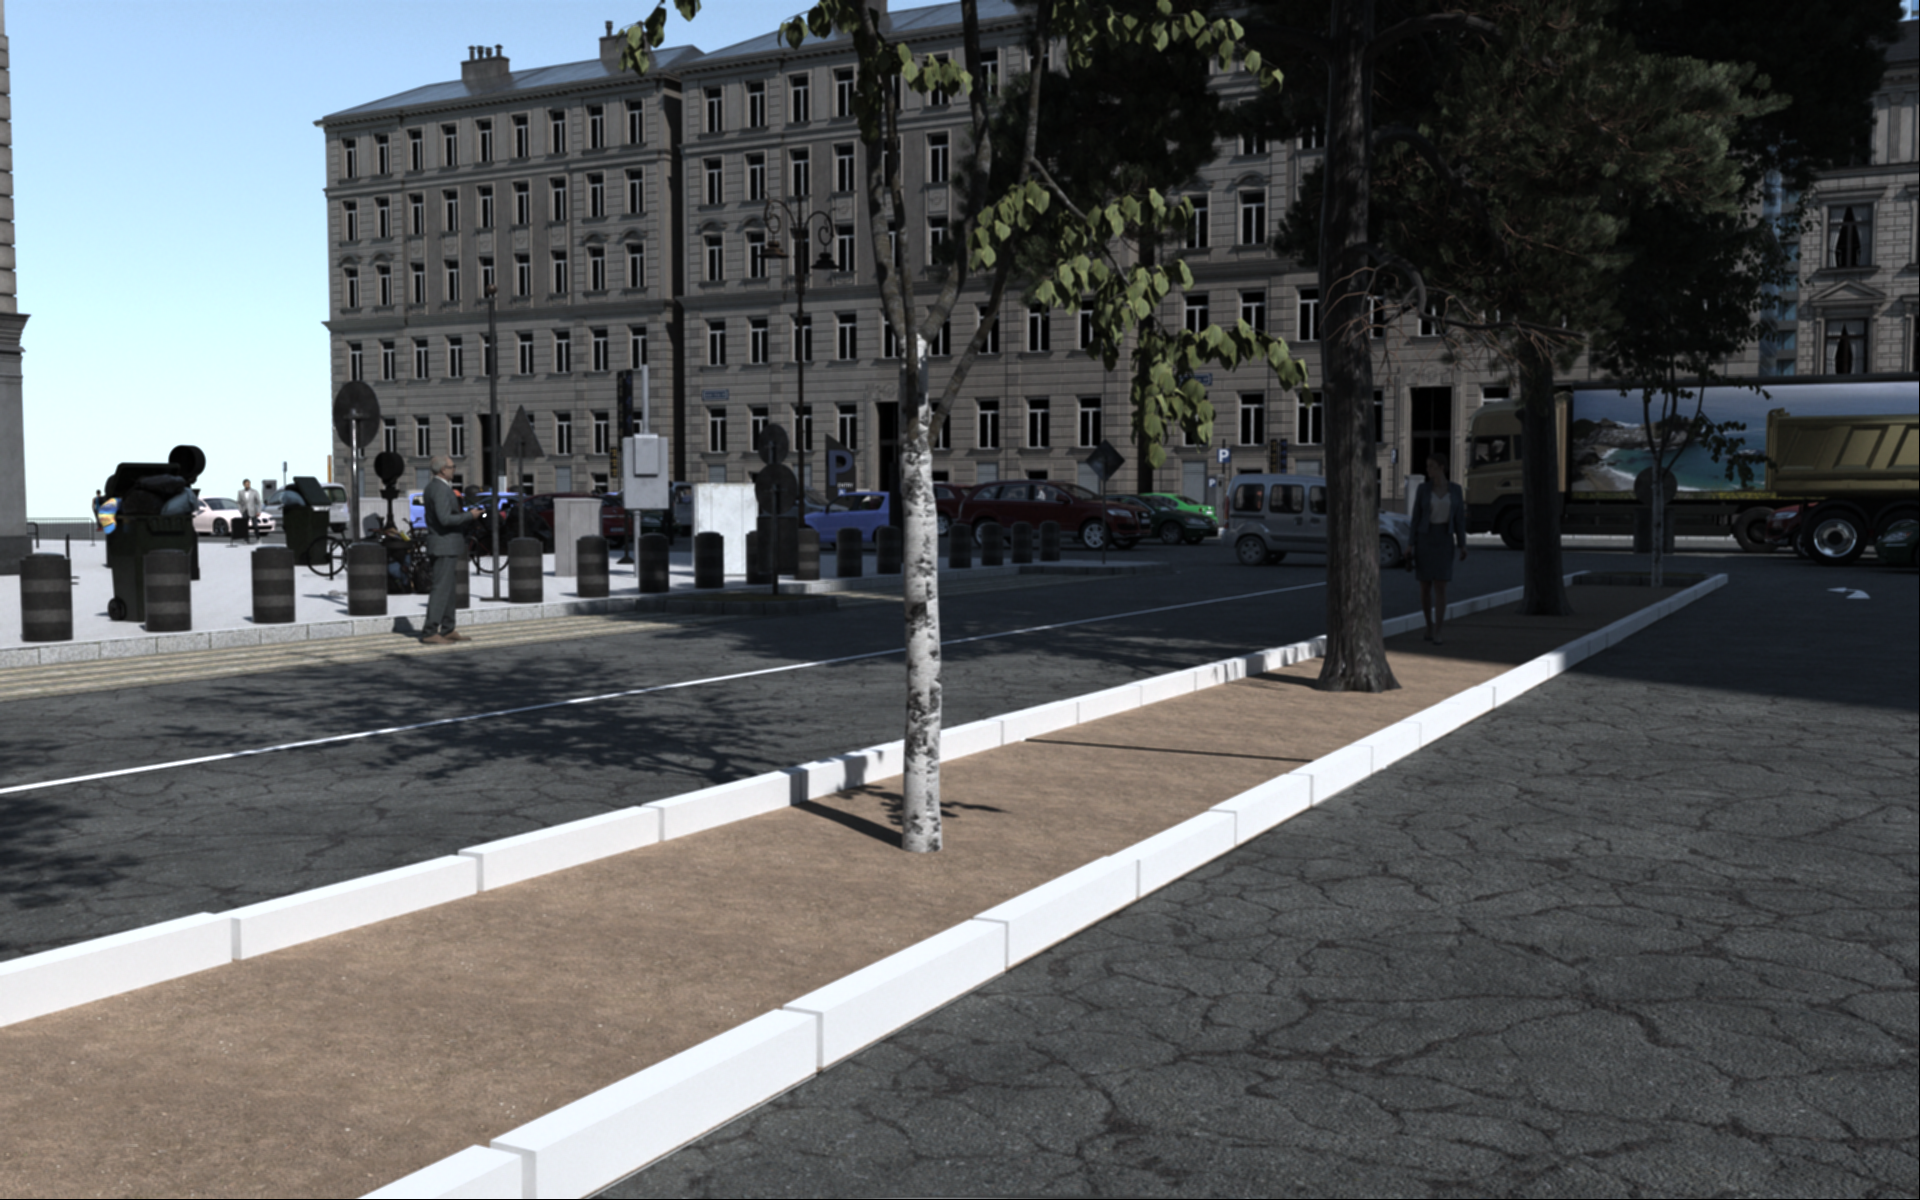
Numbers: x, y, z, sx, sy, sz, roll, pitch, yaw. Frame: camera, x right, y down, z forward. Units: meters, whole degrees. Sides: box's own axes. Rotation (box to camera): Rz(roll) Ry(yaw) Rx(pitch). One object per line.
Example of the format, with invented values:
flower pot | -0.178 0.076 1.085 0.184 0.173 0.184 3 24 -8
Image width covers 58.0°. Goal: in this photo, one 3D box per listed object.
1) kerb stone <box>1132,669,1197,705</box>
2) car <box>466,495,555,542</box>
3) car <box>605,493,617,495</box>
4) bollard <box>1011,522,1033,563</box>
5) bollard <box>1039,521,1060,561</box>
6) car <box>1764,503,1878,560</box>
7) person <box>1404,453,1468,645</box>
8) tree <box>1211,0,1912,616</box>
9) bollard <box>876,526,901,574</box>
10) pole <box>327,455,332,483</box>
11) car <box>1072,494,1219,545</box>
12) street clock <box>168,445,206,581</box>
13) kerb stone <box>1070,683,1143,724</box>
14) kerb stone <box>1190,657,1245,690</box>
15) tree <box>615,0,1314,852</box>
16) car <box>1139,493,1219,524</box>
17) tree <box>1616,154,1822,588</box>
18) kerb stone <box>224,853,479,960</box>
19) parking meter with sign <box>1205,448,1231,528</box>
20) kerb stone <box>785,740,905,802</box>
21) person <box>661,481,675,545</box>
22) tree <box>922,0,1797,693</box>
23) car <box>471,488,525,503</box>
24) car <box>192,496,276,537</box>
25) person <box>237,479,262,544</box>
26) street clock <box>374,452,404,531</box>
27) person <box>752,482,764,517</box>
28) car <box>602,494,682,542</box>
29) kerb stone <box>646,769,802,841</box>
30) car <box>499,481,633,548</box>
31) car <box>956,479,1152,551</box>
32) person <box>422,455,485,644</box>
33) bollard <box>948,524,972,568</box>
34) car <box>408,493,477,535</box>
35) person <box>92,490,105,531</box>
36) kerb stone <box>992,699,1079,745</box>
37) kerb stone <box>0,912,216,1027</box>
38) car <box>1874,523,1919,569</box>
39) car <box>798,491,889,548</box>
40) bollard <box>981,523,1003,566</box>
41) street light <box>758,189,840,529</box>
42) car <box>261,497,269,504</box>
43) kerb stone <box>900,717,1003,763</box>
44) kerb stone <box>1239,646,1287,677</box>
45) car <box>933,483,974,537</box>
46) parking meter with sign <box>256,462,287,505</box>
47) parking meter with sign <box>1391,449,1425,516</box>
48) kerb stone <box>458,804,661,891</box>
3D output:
kerb stone | 1.403 0.618 12.094 0.120 0.150 1.000 2 4 28
car | -13.247 -2.350 50.429 4.499 1.417 2.014 2 4 26
car | -13.360 -3.745 70.828 3.694 1.707 1.945 2 4 28
bollard | 1.148 -1.067 32.166 0.404 0.777 0.398 0 3 0
bollard | 1.722 -1.132 33.222 0.404 0.777 0.398 0 3 0
car | 20.367 -1.767 37.567 5.304 1.827 2.281 2 4 28
person | 4.570 -0.492 16.571 0.581 1.822 0.654 2 4 26
tree | 6.852 -6.761 20.421 7.806 13.903 7.818 0 3 0
bollard | -1.145 -0.806 27.903 0.404 0.777 0.398 0 3 0
pole | -32.943 -5.916 90.571 0.158 3.312 0.155 0 3 0
car | 5.092 -2.339 50.036 4.920 1.459 2.131 2 4 30
street clock | -11.452 -1.293 25.709 0.471 2.002 0.358 1 4 13
kerb stone | 0.920 0.676 11.188 0.120 0.150 1.000 2 4 28
kerb stone | 1.895 0.563 12.995 0.120 0.150 1.000 2 4 28
tree | -0.229 -3.281 6.468 4.737 8.622 4.395 0 3 0
car | 6.357 -3.048 58.626 4.718 1.807 1.959 2 4 30
tree | 10.513 -4.466 25.836 4.737 8.622 4.395 0 3 0
kerb stone | -2.011 1.019 5.754 0.120 0.150 1.000 2 4 28
parking meter with sign | 9.666 -4.244 65.647 0.543 3.016 1.738 2 4 32
kerb stone | -0.548 0.839 8.473 0.120 0.150 1.000 2 4 28
person | -8.202 -2.438 48.549 0.473 1.802 0.592 1 4 11
tree | 2.813 -5.374 12.373 6.751 12.117 7.091 0 3 0
car | -18.142 -3.507 66.926 3.694 1.707 1.945 2 4 29
car | -25.585 -2.868 59.251 4.827 1.381 2.083 2 4 27
person | -19.503 -2.399 47.563 0.661 1.843 0.795 0 4 -5
street clock | -9.784 -1.539 29.730 0.471 2.002 0.358 2 4 24
person | -6.481 -2.806 54.470 0.616 1.811 0.778 2 4 33
car | -10.705 -2.510 52.841 4.920 1.459 2.131 2 4 29
kerb stone | -1.027 0.895 7.565 0.120 0.150 1.000 2 4 28
car | -10.800 -2.265 46.070 4.494 1.783 2.155 2 4 30
car | 2.462 -2.243 45.339 5.304 1.827 2.281 2 4 30
person | -4.862 -0.482 16.564 0.590 1.801 0.661 -2 4 -28
bollard | 0.000 -0.937 30.034 0.404 0.777 0.398 0 3 0
car | -17.814 -3.109 60.421 3.694 1.707 1.945 2 4 29
person | -33.439 -3.490 67.424 0.662 1.594 0.647 3 5 40
kerb stone | 0.432 0.729 10.285 0.120 0.150 1.000 2 4 28
kerb stone | -2.504 1.061 4.850 0.120 0.150 1.000 2 4 28
car | 19.022 -1.159 30.752 4.920 1.459 2.131 2 4 30
car | -2.579 -2.126 44.353 3.694 1.707 1.945 2 4 30
bollard | 0.578 -1.002 31.107 0.404 0.777 0.398 0 3 0
street light | -2.437 -3.285 26.496 0.468 5.910 1.993 2 4 28
car | -31.930 -4.483 82.091 4.718 1.807 1.959 2 4 26
kerb stone | -0.059 0.785 9.375 0.120 0.150 1.000 2 4 28
kerb stone | 2.392 0.507 13.905 0.120 0.150 1.000 2 4 28
car | -1.451 -3.116 59.620 5.304 1.827 2.281 2 4 30
parking meter with sign | -36.922 -5.889 92.542 1.738 3.016 0.543 -2 4 -35
parking meter with sign | 17.667 -4.342 67.255 1.738 3.016 0.543 0 4 -5
kerb stone | -1.522 0.952 6.665 0.120 0.150 1.000 2 4 28
